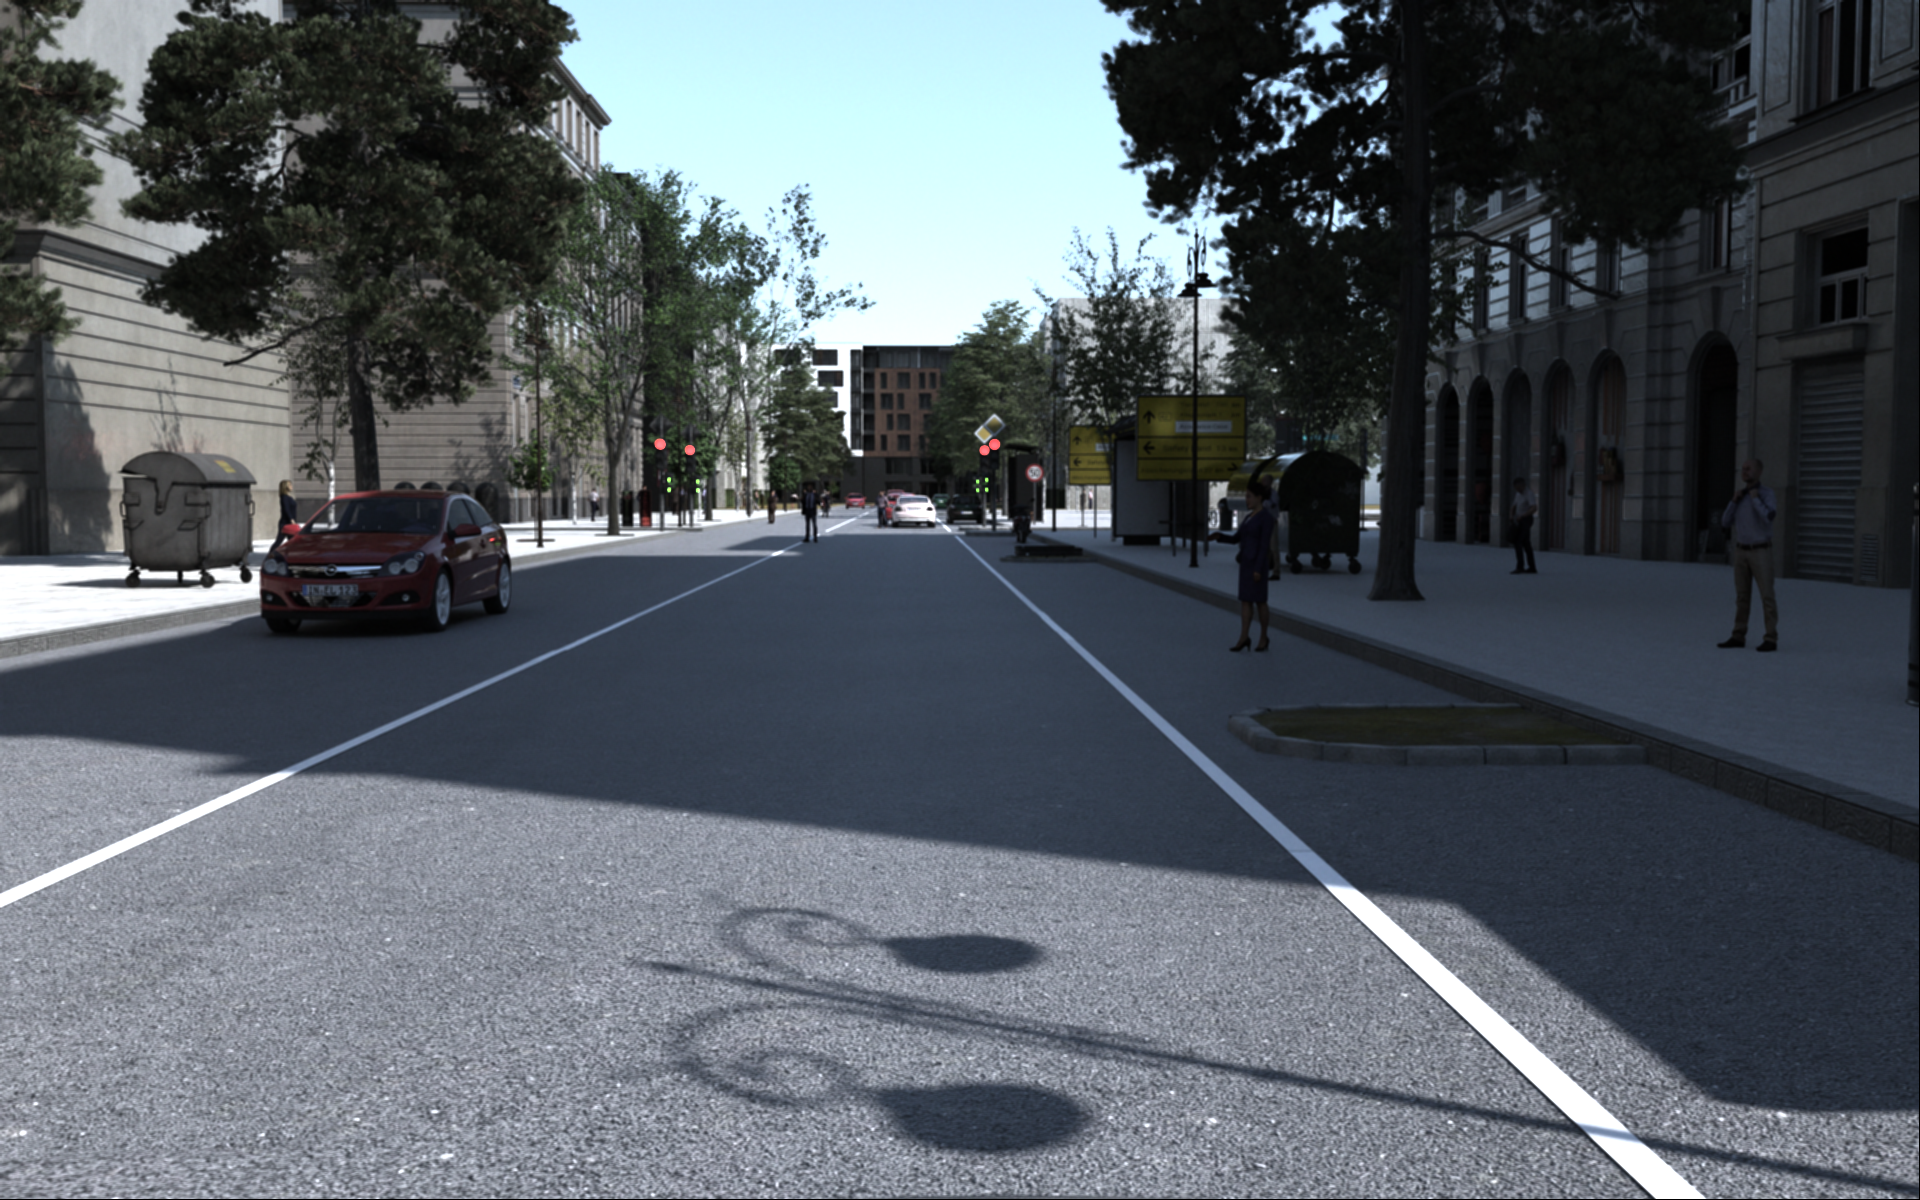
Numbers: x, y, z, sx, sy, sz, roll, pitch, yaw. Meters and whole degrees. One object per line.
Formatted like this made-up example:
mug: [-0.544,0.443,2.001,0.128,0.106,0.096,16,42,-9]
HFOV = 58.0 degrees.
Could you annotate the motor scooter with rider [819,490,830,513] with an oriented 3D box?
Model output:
motor scooter with rider: [-10.163,-7.364,129.360,0.876,1.779,1.986,0,4,-3]

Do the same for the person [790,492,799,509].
person: [-14.023,-8.404,146.631,0.628,1.438,0.799,1,4,12]

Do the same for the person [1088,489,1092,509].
person: [10.928,-8.406,144.417,0.436,1.711,0.756,1,4,14]

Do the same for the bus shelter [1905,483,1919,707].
bus shelter: [6.064,-1.757,6.366,2.179,5.291,8.768,0,4,-2]

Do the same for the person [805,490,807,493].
person: [-17.166,-11.270,190.762,0.683,1.767,0.568,-2,4,-28]

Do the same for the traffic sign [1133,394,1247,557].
traffic sign: [4.723,-2.543,35.445,2.265,3.308,0.079,0,4,2]

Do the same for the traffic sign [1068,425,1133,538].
traffic sign: [4.308,-3.490,50.929,2.265,3.308,0.079,0,4,5]

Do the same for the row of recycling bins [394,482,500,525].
row of recycling bins: [-17.242,-3.121,58.144,3.534,1.692,1.069,0,4,-3]

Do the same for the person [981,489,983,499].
person: [2.072,-9.525,162.229,0.568,1.767,0.683,-1,4,-15]

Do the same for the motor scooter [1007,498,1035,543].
motor scooter: [1.809,-2.336,50.968,0.815,1.314,1.986,0,4,-2]

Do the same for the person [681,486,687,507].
person: [-19.906,-7.220,123.964,0.709,1.838,0.599,0,4,5]

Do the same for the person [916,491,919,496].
person: [-5.088,-12.034,205.390,0.705,1.807,1.348,0,4,0]

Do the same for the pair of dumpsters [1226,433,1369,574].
pair of dumpsters: [5.735,-1.662,29.667,1.574,2.255,4.436,0,4,-1]

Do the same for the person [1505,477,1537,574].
person: [9.077,-1.200,27.882,0.590,1.554,0.614,-1,4,-10]

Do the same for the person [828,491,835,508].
person: [-11.533,-8.699,151.549,1.217,1.723,0.721,1,4,19]

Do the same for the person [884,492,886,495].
person: [-7.885,-10.554,181.512,0.683,1.767,0.568,1,4,14]

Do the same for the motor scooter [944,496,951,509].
motor scooter: [-0.781,-7.028,127.689,0.815,1.314,1.986,0,4,-1]

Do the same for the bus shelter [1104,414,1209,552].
bus shelter: [4.694,-2.869,40.832,2.014,3.302,5.546,0,4,-2]

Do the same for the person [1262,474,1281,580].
person: [4.599,-1.087,25.877,0.319,1.574,0.516,-1,4,-16]

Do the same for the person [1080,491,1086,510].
person: [9.620,-7.770,135.356,0.482,1.546,0.388,3,5,44]

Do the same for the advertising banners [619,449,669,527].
advertising banners: [-12.222,-4.340,67.142,2.074,3.025,0.090,1,4,13]

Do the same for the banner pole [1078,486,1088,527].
banner pole: [4.801,-4.802,68.529,0.401,3.779,0.863,-1,4,-13]

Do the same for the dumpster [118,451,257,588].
dumpster: [-10.794,-1.131,24.243,1.264,1.857,1.865,0,4,-2]

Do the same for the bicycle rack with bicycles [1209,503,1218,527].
bicycle rack with bicycles: [9.074,-3.376,68.585,2.925,0.926,2.852,-2,4,-34]

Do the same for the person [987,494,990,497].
person: [3.495,-11.522,194.956,1.217,1.766,0.721,3,5,43]

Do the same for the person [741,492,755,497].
person: [-18.423,-8.836,150.654,1.348,1.807,0.705,0,4,4]

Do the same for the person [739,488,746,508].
person: [-20.103,-9.482,161.073,1.348,1.824,0.705,-2,4,-29]

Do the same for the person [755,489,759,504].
person: [-18.613,-9.329,159.289,0.721,1.736,1.217,0,4,6]

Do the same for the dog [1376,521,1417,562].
dog: [8.417,-1.142,33.051,0.800,0.831,0.513,3,5,43]

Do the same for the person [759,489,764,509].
person: [-17.592,-8.965,153.356,0.721,1.736,1.217,1,4,12]

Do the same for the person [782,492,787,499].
person: [-16.089,-9.352,158.967,0.705,1.821,1.348,0,4,3]

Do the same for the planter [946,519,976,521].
planter: [0.243,-4.379,92.743,1.991,0.319,1.994,0,4,-2]

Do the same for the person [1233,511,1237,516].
person: [15.865,-5.660,99.250,0.621,1.740,0.551,1,4,17]

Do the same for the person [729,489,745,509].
person: [-18.545,-8.451,144.230,1.348,1.823,0.705,-2,4,-25]

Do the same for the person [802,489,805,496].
person: [-13.765,-8.997,153.972,0.721,1.723,1.217,-2,4,-30]

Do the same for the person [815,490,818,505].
person: [-17.342,-12.445,210.230,0.721,1.735,1.217,-3,5,-41]

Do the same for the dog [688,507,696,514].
dog: [-17.583,-5.875,113.786,0.550,0.427,0.748,0,4,0]

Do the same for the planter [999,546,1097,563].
planter: [1.851,-0.981,37.183,1.991,0.319,1.994,0,4,-2]

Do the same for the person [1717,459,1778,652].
person: [6.528,-0.378,14.279,0.319,1.574,0.516,-1,4,-18]

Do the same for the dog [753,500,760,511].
dog: [-15.547,-7.243,132.805,0.800,0.831,0.513,2,4,33]

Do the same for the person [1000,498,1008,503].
person: [3.036,-6.554,115.159,0.435,1.587,0.963,2,4,26]

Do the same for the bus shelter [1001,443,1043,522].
bus shelter: [2.975,-5.629,83.325,1.731,3.624,6.357,0,4,-2]

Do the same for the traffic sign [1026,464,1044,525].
traffic sign: [3.121,-4.427,72.487,0.768,2.556,0.104,0,4,-1]
